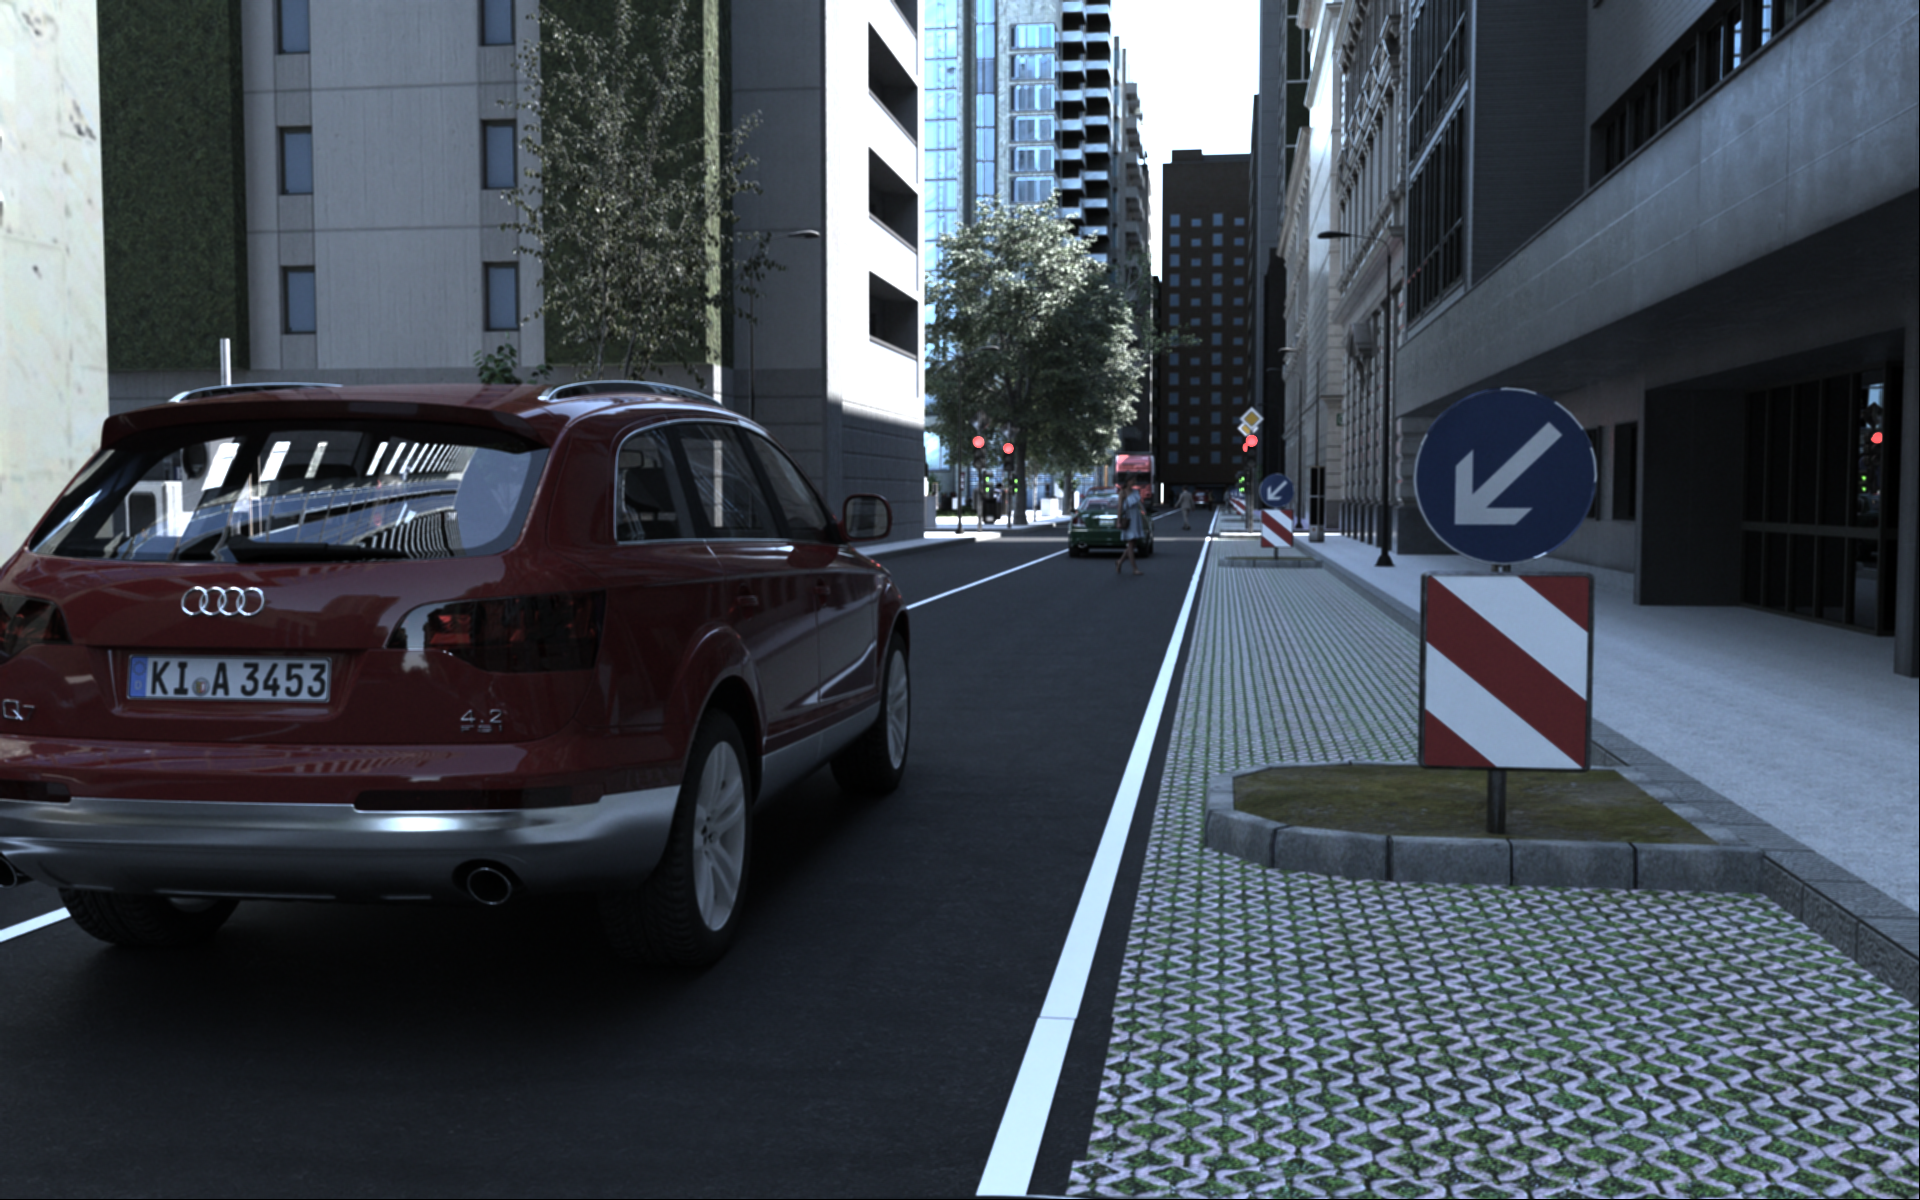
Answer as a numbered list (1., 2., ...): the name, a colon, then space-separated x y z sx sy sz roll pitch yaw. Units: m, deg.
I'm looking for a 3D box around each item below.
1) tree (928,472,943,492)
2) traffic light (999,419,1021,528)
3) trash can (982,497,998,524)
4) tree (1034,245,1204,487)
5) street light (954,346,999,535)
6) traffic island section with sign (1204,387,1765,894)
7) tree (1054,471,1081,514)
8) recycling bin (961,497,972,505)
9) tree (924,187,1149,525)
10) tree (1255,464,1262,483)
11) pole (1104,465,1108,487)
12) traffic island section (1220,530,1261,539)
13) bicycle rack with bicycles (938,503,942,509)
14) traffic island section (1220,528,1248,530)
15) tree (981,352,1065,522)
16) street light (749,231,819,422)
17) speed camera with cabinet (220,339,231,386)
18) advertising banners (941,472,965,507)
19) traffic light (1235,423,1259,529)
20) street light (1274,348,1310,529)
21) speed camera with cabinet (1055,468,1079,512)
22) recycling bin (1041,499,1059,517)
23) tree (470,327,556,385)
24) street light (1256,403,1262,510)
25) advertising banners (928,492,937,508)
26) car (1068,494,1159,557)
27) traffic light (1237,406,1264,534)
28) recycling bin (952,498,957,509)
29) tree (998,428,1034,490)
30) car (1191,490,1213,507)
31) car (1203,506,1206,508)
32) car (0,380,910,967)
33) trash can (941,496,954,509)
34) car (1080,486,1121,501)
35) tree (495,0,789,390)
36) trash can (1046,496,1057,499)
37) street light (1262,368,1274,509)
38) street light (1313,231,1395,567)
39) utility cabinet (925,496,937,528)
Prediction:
1. tree: -2.363 -8.879 139.774 1.663 3.219 1.824 0 3 0
2. traffic light: 1.863 -4.642 64.817 0.839 4.253 0.868 1 4 9
3. trash can: 1.266 -3.872 74.957 0.748 1.137 0.748 0 3 0
4. tree: 11.639 -16.836 131.161 12.611 20.169 13.585 0 3 0
5. street light: 0.528 -5.025 54.697 1.470 5.913 1.316 1 4 9
6. traffic island section with sign: 2.038 0.085 7.241 1.989 1.847 2.006 1 4 9
7. tree: 6.989 -7.121 111.027 1.663 3.219 1.824 0 3 0
8. recycling bin: 0.540 -7.744 139.176 0.722 1.027 0.722 1 4 20
9. tree: 2.387 -10.090 71.621 9.857 13.997 8.962 0 3 0
10. tree: 25.410 -9.594 140.568 4.285 4.588 4.351 0 3 0
11. pole: 9.838 -7.517 116.741 0.158 3.312 0.155 0 3 0
12. traffic island section: 9.372 -2.046 55.739 2.009 0.180 2.903 1 4 9
13. bicycle rack with bicycles: -2.302 -6.817 124.837 2.925 0.926 2.852 1 4 11
14. traffic island section: 10.567 -2.529 63.635 2.009 0.180 2.903 1 4 9
15. tree: 3.263 -7.888 79.329 4.737 8.622 4.395 0 3 0
16. street light: -3.174 -3.563 30.793 1.470 5.913 1.316 1 4 9
17. speed camera with cabinet: -10.020 -1.716 22.395 2.038 3.252 0.660 3 4 36
18. advertising banners: -0.572 -8.659 137.764 2.074 3.025 0.090 -1 4 -13
19. traffic light: 10.529 -4.563 63.527 0.839 4.253 0.868 1 4 9
20. street light: 10.853 -5.061 55.287 1.470 5.913 1.316 1 4 9
21. speed camera with cabinet: 7.572 -7.868 122.983 0.660 3.252 2.038 3 5 43
22. recycling bin: 4.939 -5.065 95.371 0.722 1.027 0.722 3 5 43
23. tree: -5.333 -1.567 20.222 1.663 3.219 1.824 0 3 0
24. street light: 15.816 -7.098 88.597 1.470 5.913 1.316 1 4 9
25. advertising banners: -2.315 -6.316 99.450 2.074 3.025 0.090 1 4 22
26. car: 3.588 -1.770 40.732 2.131 1.459 4.920 1 4 8
27. traffic light: 9.334 -4.080 55.631 0.839 4.253 0.868 1 4 9
28. recycling bin: -0.572 -6.487 118.609 0.722 1.027 0.722 0 4 -2
29. tree: 4.503 -10.294 118.671 4.360 8.622 3.978 0 3 0
30. car: 23.587 -9.823 169.280 2.281 1.827 5.304 1 4 8
31. car: 24.553 -10.433 179.380 1.959 1.807 4.718 1 4 10
32. car: -1.510 0.108 6.900 2.281 1.827 5.304 0 4 8
33. trash can: -0.761 -5.681 104.536 0.748 1.137 0.748 0 3 0
34. car: 7.207 -4.779 86.806 2.281 1.827 5.304 1 4 10
35. tree: -4.848 -4.576 25.183 4.360 8.622 3.978 0 3 0
36. trash can: 6.043 -6.296 114.588 0.748 1.137 0.748 0 3 0
37. street light: 12.032 -5.600 64.104 1.470 5.913 1.316 1 4 9
38. street light: 7.013 -3.557 30.698 1.470 5.913 1.316 1 4 9
39. utility cabinet: -1.202 -3.320 65.445 0.306 1.237 1.020 1 4 20
